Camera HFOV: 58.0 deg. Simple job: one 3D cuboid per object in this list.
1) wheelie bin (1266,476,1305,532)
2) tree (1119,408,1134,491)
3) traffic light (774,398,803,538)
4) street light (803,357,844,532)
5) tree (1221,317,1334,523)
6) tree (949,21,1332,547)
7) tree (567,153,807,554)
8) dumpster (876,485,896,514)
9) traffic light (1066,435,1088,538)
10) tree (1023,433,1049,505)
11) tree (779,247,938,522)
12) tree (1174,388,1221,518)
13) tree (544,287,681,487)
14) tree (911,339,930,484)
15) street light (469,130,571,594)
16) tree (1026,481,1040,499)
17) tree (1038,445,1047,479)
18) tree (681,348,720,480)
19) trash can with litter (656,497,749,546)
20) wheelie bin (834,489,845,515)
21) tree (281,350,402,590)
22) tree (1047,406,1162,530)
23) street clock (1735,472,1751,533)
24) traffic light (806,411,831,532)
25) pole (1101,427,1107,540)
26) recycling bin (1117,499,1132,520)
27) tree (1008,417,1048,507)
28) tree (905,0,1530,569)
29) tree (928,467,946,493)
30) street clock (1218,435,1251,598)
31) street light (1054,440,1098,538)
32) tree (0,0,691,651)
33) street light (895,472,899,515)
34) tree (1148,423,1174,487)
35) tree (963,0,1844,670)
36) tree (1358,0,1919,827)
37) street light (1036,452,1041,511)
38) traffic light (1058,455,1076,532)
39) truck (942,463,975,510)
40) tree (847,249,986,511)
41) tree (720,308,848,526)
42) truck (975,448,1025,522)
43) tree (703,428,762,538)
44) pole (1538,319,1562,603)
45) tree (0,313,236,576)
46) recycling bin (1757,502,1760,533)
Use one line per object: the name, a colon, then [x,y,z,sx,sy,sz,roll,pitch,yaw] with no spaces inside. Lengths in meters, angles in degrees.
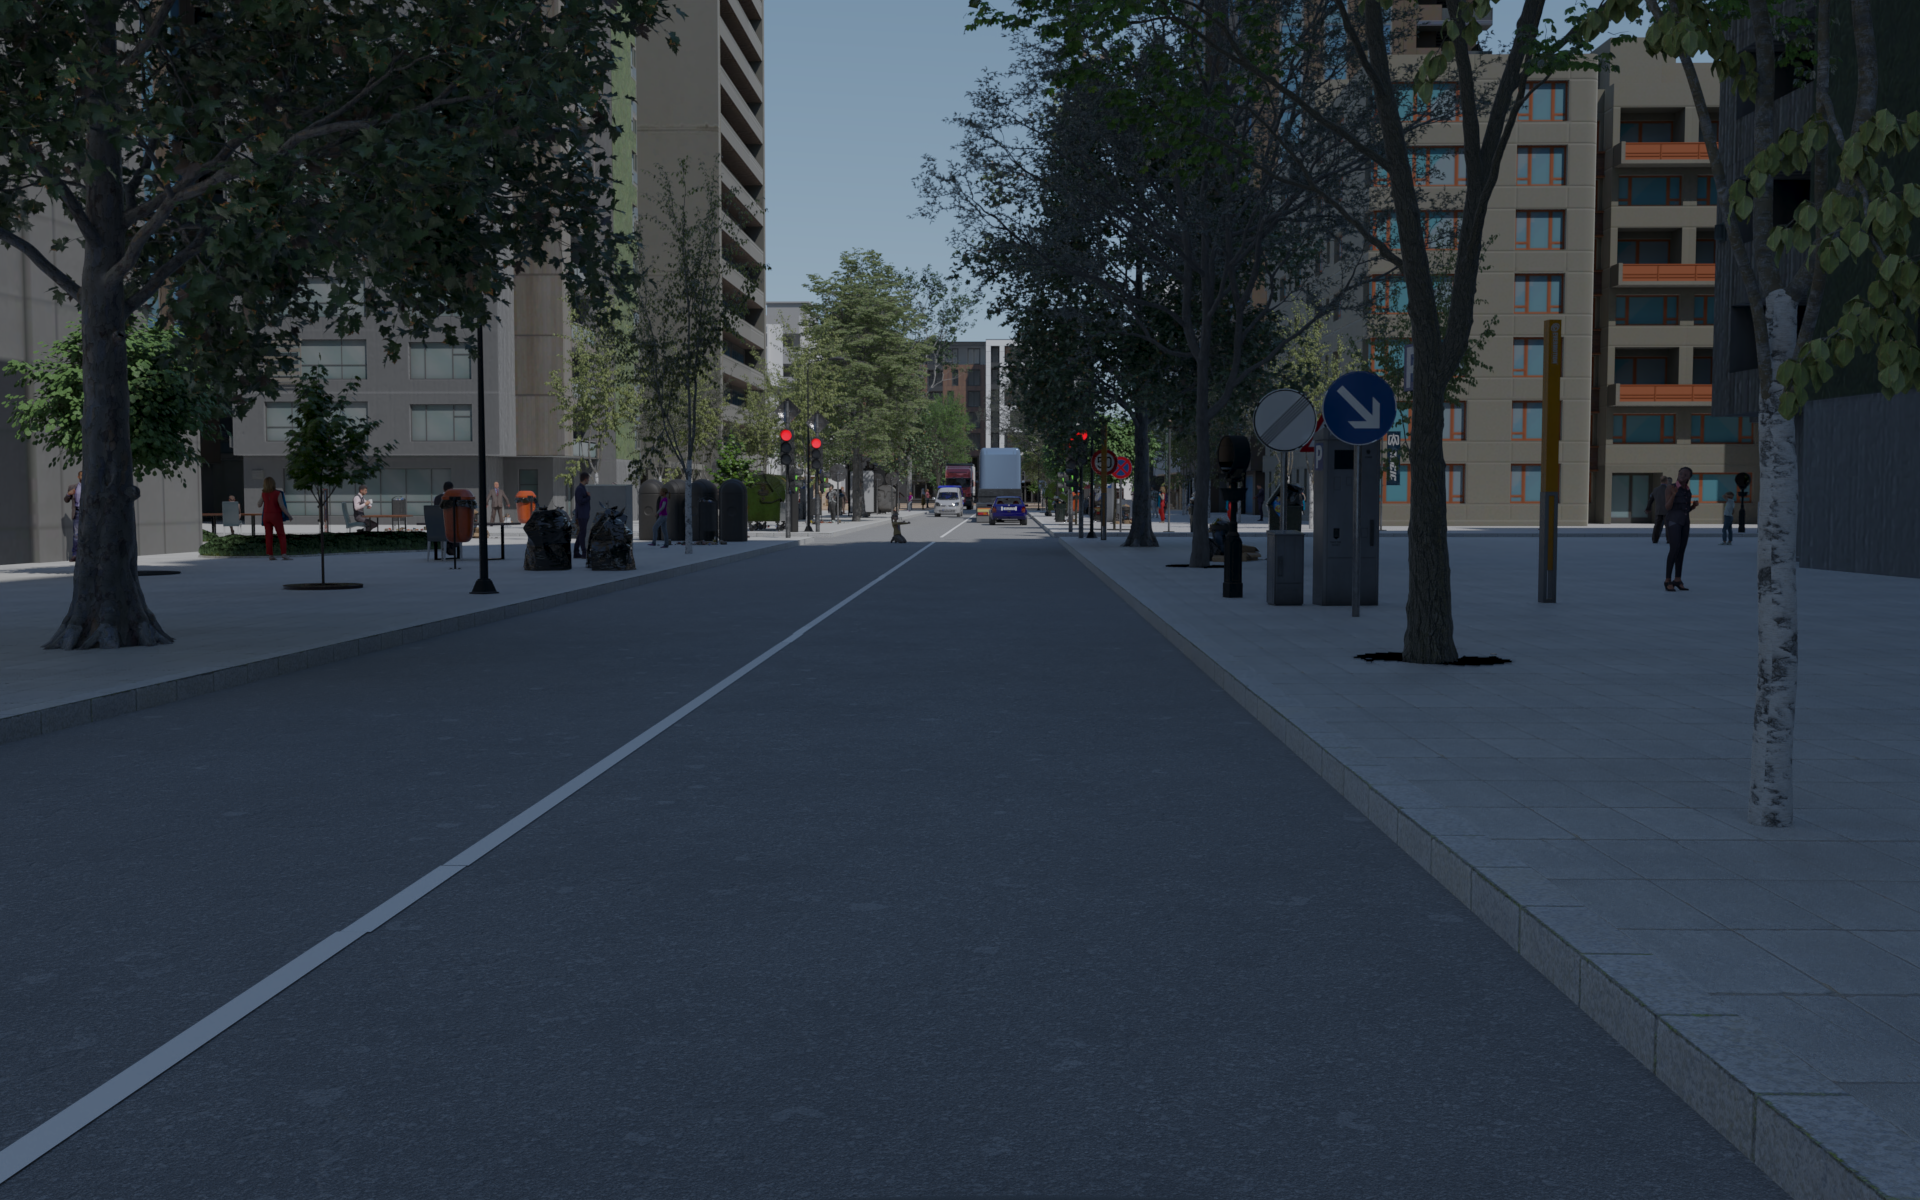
wheelie bin: [5.853,-1.421,31.139,0.693,1.594,0.980,0,4,8]
tree: [13.567,-10.697,125.251,4.360,8.622,3.978,0,3,0]
traffic light: [-5.001,-3.762,50.433,0.839,4.253,0.868,0,4,1]
street light: [-4.610,-5.273,58.760,1.470,5.913,1.316,0,4,1]
tree: [13.267,-7.394,71.253,4.360,8.622,3.978,0,3,0]
tree: [4.449,-7.660,42.243,9.611,12.733,9.660,0,3,0]
tree: [-6.053,-5.304,37.077,4.360,8.622,3.978,0,3,0]
dumpster: [-4.695,-6.390,110.238,1.264,1.857,1.865,0,4,2]
traffic light: [3.498,-3.750,50.228,0.839,4.253,0.868,0,4,1]
tree: [8.285,-13.874,177.201,4.360,8.622,3.978,0,3,0]
tree: [-4.435,-9.900,79.998,7.486,12.596,7.792,0,3,0]
tree: [12.329,-7.788,77.689,4.360,8.622,3.978,0,3,0]
tree: [-12.977,-6.816,61.797,4.737,8.622,4.395,0,3,0]
tree: [-5.472,-10.757,92.886,9.611,12.733,9.660,0,3,0]
street light: [-5.591,-3.032,22.120,1.470,5.913,1.316,0,4,1]
tree: [8.751,-12.606,200.713,1.663,3.219,1.824,0,3,0]
tree: [4.793,-5.351,71.210,4.285,4.588,4.351,0,3,0]
tree: [-12.819,-8.049,81.960,4.737,8.622,4.395,0,3,0]
trash can with litter: [-6.778,-2.000,43.754,2.233,1.210,1.678,-2,4,-33]
wheelie bin: [-7.454,-5.931,104.884,0.980,1.594,0.693,1,4,12]
tree: [-8.682,-1.760,23.372,1.663,3.219,1.824,0,3,0]
tree: [5.516,-4.766,61.633,4.285,4.588,4.351,0,3,0]
street clock: [25.998,-3.240,57.547,0.471,2.002,0.358,3,4,36]
traffic light: [-4.793,-4.250,58.415,0.839,4.253,0.868,0,4,1]
pole: [3.999,-3.317,48.080,0.158,3.312,0.155,0,3,0]
recycling bin: [7.635,-4.179,80.888,0.722,1.027,0.722,0,4,-4]
tree: [8.111,-15.340,168.942,7.486,12.596,7.792,0,3,0]
tree: [4.340,-7.312,29.916,12.009,13.543,11.850,0,3,0]
tree: [-2.029,-13.341,201.835,4.285,4.588,4.351,0,3,0]
street clock: [3.381,-1.030,21.411,0.358,2.002,0.471,-1,4,-18]
street light: [3.290,-4.751,50.220,1.470,5.913,1.316,0,4,1]
tree: [-7.142,-5.959,14.436,9.611,12.733,9.660,0,3,0]
street light: [-3.330,-8.144,105.692,1.470,5.913,1.316,0,4,1]
tree: [11.301,-8.141,83.461,4.360,8.622,3.978,0,3,0]
tree: [3.684,-5.339,13.046,9.928,11.665,9.643,0,3,0]
tree: [2.920,-3.430,6.438,4.737,8.622,4.395,0,3,0]
street light: [4.312,-6.962,86.363,1.470,5.913,1.316,0,4,1]
traffic light: [3.706,-4.238,58.210,0.839,4.253,0.868,0,4,1]
truck: [0.005,-10.522,160.946,2.839,4.237,11.283,0,4,2]
tree: [-4.508,-17.007,133.960,12.611,20.169,13.585,0,3,0]
tree: [-6.160,-7.178,67.731,4.737,8.622,4.395,0,3,0]
truck: [2.210,-6.449,95.193,2.967,4.110,18.799,0,4,1]
tree: [-6.789,-3.432,50.707,1.663,3.219,1.824,0,3,0]
pole: [6.936,-1.622,20.368,0.158,3.312,0.155,0,3,0]
tree: [-13.144,-2.678,27.507,4.285,4.588,4.351,0,3,0]
recycling bin: [26.957,-2.746,57.457,0.722,1.027,0.722,-3,5,-43]
